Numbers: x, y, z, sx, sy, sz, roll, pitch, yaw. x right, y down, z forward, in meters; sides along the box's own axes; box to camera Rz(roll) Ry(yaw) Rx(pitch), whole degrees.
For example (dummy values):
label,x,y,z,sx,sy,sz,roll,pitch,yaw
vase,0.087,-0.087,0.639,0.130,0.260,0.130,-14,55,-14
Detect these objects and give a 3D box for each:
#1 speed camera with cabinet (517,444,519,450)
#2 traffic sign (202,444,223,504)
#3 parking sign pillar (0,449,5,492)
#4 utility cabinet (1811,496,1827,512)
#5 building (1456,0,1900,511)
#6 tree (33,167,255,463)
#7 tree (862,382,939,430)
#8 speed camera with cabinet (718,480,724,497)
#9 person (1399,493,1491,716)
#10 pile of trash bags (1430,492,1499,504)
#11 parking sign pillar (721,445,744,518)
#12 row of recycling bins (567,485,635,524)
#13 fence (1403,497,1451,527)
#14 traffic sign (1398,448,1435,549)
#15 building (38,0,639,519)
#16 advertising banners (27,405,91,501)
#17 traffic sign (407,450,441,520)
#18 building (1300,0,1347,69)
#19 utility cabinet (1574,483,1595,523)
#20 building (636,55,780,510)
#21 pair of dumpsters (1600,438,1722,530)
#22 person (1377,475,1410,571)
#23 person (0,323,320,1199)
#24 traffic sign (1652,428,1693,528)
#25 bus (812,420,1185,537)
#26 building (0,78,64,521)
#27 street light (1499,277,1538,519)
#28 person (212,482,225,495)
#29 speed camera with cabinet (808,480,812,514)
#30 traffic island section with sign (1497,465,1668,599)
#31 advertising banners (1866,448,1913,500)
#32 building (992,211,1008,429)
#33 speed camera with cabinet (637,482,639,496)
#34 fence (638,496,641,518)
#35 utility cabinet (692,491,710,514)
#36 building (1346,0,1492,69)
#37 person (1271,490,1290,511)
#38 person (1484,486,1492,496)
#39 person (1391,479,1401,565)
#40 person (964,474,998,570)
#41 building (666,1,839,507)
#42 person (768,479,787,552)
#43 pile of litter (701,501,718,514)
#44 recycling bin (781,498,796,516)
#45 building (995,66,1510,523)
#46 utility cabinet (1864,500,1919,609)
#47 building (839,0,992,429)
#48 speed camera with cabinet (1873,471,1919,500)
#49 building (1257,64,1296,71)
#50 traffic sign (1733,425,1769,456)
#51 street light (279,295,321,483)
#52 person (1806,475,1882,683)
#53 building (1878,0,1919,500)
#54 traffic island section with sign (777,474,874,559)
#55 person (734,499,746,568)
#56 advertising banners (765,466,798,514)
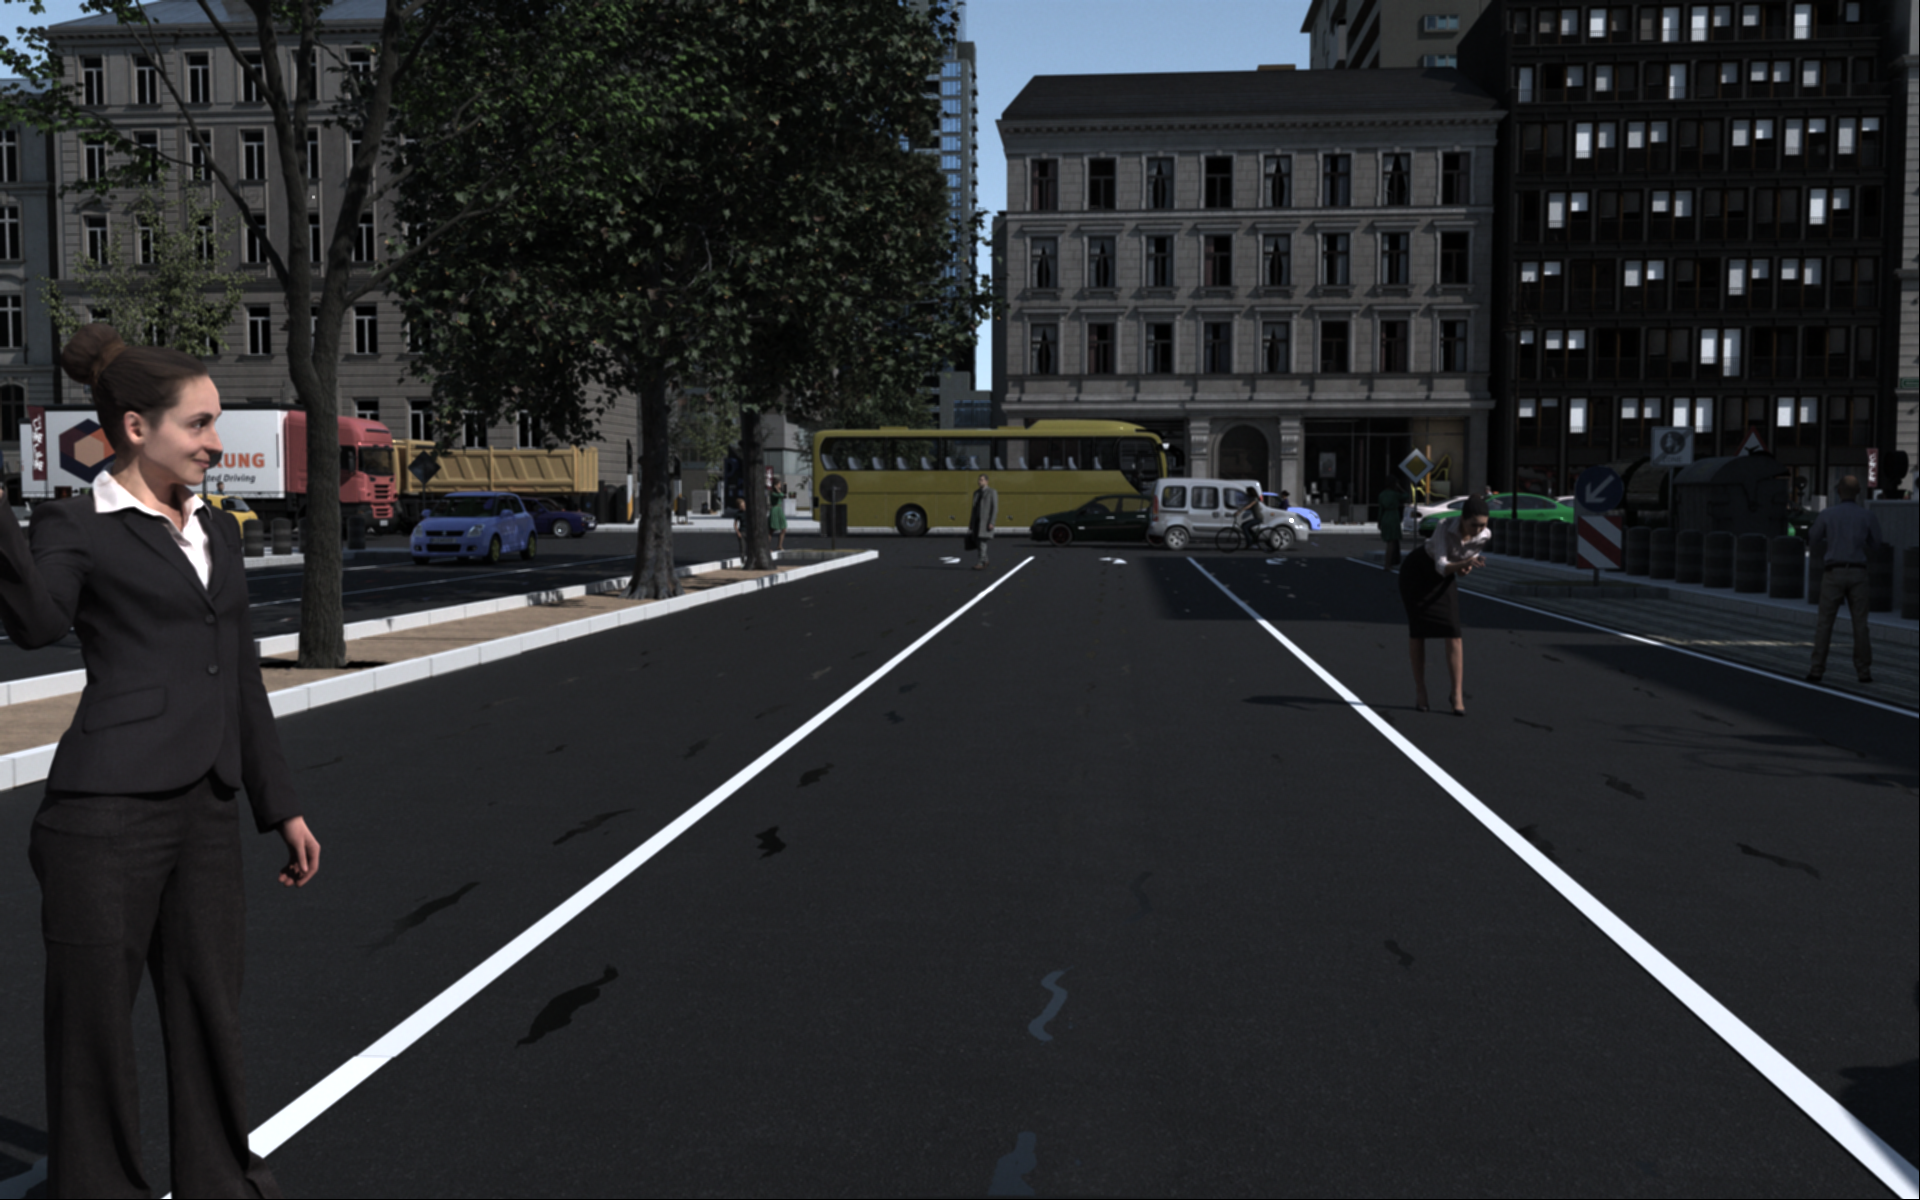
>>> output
label,x,y,z,sx,sy,sz,roll,pitch,yaw
speed camera with cabinet,-16.981,-4.567,69.011,2.038,3.252,0.660,-2,4,-34
traffic sign,-15.395,-2.153,35.307,0.768,2.556,0.104,0,4,7
parking sign pillar,-39.681,-5.049,71.017,1.447,3.967,1.447,0,4,-7
utility cabinet,35.635,-3.714,71.890,0.306,1.237,1.020,1,4,8
building,31.878,-15.278,79.479,15.834,23.373,12.332,0,4,5
tree,-17.767,-5.387,38.447,4.737,8.622,4.395,0,3,0
tree,-5.382,-14.259,151.259,7.486,12.596,7.792,0,3,0
speed camera with cabinet,-15.843,-7.583,118.324,0.660,3.252,2.038,1,4,20
person,3.170,0.029,11.217,0.799,1.438,0.628,3,5,44
pile of trash bags,20.402,-3.670,69.755,1.912,1.369,3.447,-2,4,-30
parking sign pillar,-12.303,-6.468,94.230,1.447,3.967,1.447,-3,5,-41
row of recycling bins,-15.762,-4.215,76.032,3.534,1.692,1.069,2,4,27
fence,18.036,-3.347,65.926,2.264,1.192,0.480,2,4,35
traffic sign,9.897,-2.079,37.636,0.795,2.450,0.064,0,4,5
building,-29.266,-17.574,84.597,25.104,27.353,12.463,0,4,5
advertising banners,-18.126,-2.376,35.039,0.090,3.025,2.074,1,4,9
traffic sign,-12.257,-2.201,39.633,0.795,2.450,0.064,0,4,5
building,48.813,-35.427,168.470,28.713,52.752,27.495,0,4,5
utility cabinet,13.150,-1.670,35.989,0.318,1.500,1.173,3,5,43
building,-32.275,-27.780,146.091,32.217,40.220,23.993,0,4,5
pair of dumpsters,12.949,-1.796,31.855,1.574,2.255,4.437,0,4,5
person,8.046,-1.448,32.424,0.600,1.795,0.529,3,5,40
person,-1.358,0.391,2.905,0.445,1.727,0.742,-1,4,-10
traffic sign,10.831,-1.484,26.398,0.606,2.300,0.079,1,4,11
bus,1.276,-4.068,58.058,12.252,3.916,2.896,0,4,3
building,-59.527,-16.488,88.670,34.723,24.649,14.460,0,4,5
street light,11.904,-3.931,37.055,0.468,5.910,1.993,0,4,5
person,-20.996,-2.458,49.028,0.444,1.785,0.601,2,4,26
speed camera with cabinet,-9.004,-7.340,114.343,2.038,3.252,0.660,0,4,-3
traffic island section with sign,8.752,-0.977,24.609,1.989,1.847,2.006,0,4,5
advertising banners,35.350,-4.264,65.911,2.074,3.025,0.090,-1,4,-11
building,11.584,-34.130,241.624,14.086,41.232,14.154,0,4,5
speed camera with cabinet,-24.101,-8.426,132.100,2.038,3.252,0.660,-1,4,-20
fence,-16.909,-4.934,91.879,0.480,1.192,2.264,-1,4,-23
utility cabinet,-16.688,-6.294,111.580,1.173,1.500,0.318,1,4,20
building,44.121,-31.838,144.258,21.300,48.544,21.600,0,4,5
person,8.851,-2.269,47.965,0.546,1.535,0.453,0,4,-1
person,18.348,-3.111,60.300,0.436,1.711,0.756,0,4,8
person,8.611,-1.555,34.734,0.445,1.727,0.742,0,4,-7
person,0.393,-1.481,32.812,0.694,1.812,0.767,3,5,41
building,-27.171,-35.748,173.714,27.495,52.752,28.713,0,4,5
person,-4.495,-2.050,42.268,0.529,1.795,0.600,0,4,4
pile of litter,-15.933,-5.870,109.942,1.176,0.858,1.719,0,4,8
recycling bin,-9.912,-5.358,100.159,0.722,1.027,0.722,-1,4,-19
building,3.767,-14.094,81.340,40.483,20.767,10.553,0,4,5
utility cabinet,10.682,-0.501,19.358,1.020,1.237,0.306,1,4,15
building,-10.472,-57.126,246.677,31.000,86.520,22.319,0,4,5
speed camera with cabinet,37.247,-4.531,68.420,2.038,3.252,0.660,2,4,27
building,33.585,-42.812,241.982,28.212,58.520,21.231,0,4,5
traffic sign,14.966,-2.005,32.778,0.884,2.594,0.081,1,4,9
street light,-14.347,-3.994,38.097,0.468,5.910,1.993,0,4,5
person,6.707,-0.159,13.160,0.516,1.574,0.319,2,4,29
building,51.579,-17.806,78.520,23.554,28.519,14.401,0,4,5
traffic island section with sign,-2.957,-1.894,39.100,2.006,1.907,1.989,0,4,5
person,-4.100,-1.278,33.300,0.435,1.345,0.340,-2,4,-24
advertising banners,-11.160,-6.845,108.095,2.074,3.025,0.090,-1,4,-22
